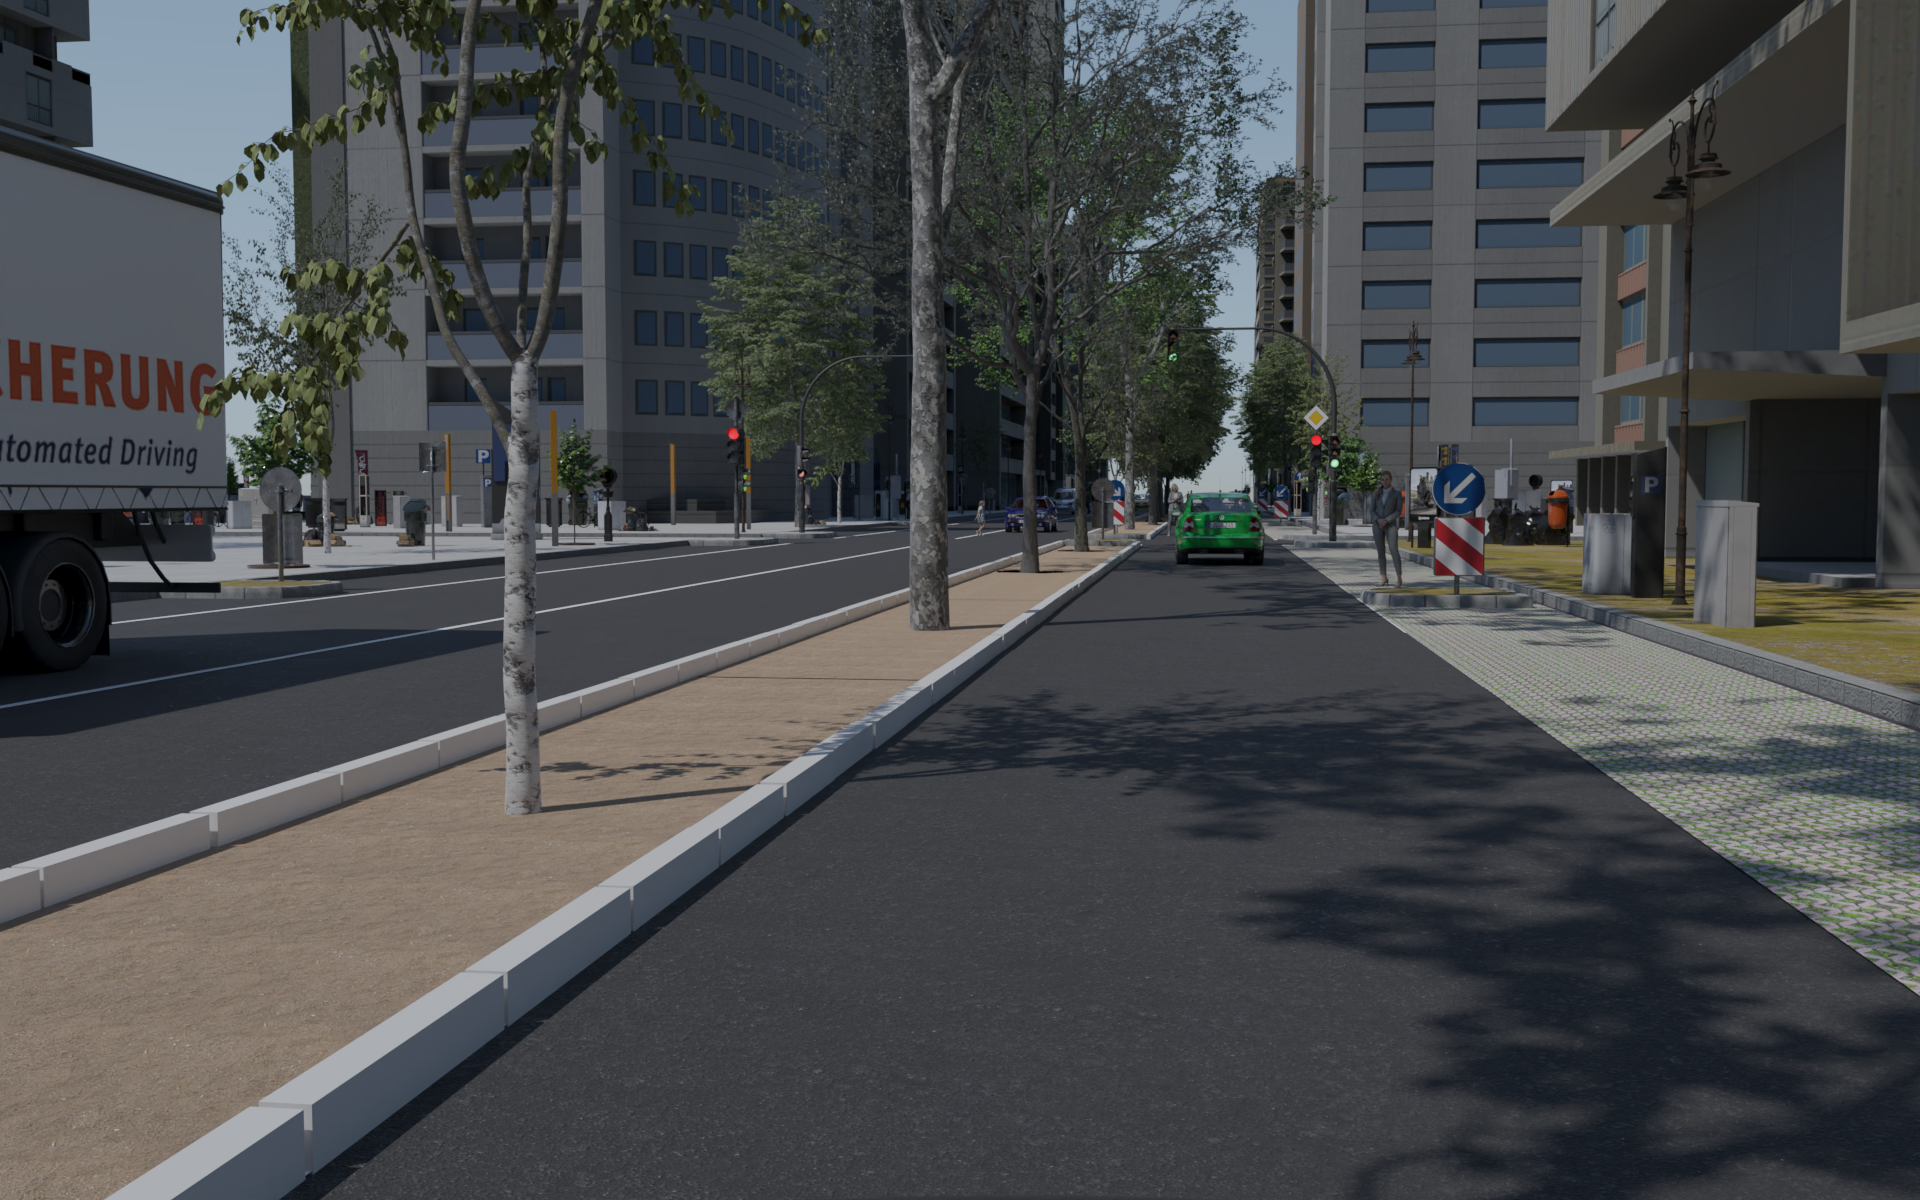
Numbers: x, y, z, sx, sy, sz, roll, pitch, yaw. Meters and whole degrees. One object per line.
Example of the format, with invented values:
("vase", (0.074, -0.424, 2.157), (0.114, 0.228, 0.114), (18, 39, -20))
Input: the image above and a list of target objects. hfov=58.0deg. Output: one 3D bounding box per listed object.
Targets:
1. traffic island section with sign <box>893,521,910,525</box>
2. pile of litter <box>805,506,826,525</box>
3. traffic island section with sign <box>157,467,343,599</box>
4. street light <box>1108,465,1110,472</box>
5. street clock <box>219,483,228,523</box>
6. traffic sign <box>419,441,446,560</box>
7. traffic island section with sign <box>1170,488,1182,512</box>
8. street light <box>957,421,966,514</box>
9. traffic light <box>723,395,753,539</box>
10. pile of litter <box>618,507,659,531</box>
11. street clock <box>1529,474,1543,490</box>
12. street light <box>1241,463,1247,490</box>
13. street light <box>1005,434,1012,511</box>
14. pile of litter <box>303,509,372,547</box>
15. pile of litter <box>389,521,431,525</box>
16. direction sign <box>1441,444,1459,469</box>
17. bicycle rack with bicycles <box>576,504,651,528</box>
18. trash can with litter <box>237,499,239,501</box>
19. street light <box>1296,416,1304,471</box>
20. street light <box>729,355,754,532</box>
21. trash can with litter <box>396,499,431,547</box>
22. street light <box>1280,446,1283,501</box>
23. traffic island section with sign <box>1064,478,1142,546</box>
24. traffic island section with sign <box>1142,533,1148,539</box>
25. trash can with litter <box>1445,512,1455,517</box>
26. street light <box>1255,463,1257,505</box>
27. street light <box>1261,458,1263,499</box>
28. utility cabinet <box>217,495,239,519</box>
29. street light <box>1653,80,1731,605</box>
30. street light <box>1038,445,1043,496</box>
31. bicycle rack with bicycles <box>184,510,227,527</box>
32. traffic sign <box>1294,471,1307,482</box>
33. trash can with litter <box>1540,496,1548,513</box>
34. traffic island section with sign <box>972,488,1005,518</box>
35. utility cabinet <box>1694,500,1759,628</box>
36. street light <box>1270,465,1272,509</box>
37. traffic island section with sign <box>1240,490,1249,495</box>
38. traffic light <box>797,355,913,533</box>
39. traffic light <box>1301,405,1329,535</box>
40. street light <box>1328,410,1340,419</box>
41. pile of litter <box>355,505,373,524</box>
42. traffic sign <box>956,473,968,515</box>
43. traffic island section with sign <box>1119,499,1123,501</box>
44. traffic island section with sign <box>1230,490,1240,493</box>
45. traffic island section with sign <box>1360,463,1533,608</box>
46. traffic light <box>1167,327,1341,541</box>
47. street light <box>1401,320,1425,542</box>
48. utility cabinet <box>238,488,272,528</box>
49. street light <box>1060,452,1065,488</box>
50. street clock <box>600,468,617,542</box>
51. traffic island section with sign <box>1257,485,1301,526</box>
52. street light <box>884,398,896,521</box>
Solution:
("traffic island section with sign", (-1.975, -4.366, 80.010), (1.989, 1.847, 2.006), (1, 4, 8))
("pile of litter", (-6.238, -3.594, 72.720), (1.176, 0.858, 1.719), (-1, 4, -17))
("traffic island section with sign", (-9.956, -0.980, 24.645), (1.989, 1.847, 2.006), (1, 4, 8))
("street light", (22.929, -17.954, 266.339), (0.468, 5.910, 1.993), (1, 4, 8))
("street clock", (-32.682, -4.410, 76.666), (0.471, 2.002, 0.358), (-3, 4, -39))
("traffic sign", (-10.271, -1.933, 33.730), (0.606, 2.300, 0.079), (1, 4, 18))
("traffic island section with sign", (15.709, -7.447, 129.895), (2.006, 1.907, 1.989), (1, 4, 8))
("street light", (0.165, -8.333, 109.025), (0.468, 5.910, 1.993), (1, 4, 8))
("traffic light", (-6.346, -3.693, 49.295), (0.839, 4.253, 0.868), (1, 4, 8))
("pile of litter", (-11.262, -2.813, 59.961), (1.719, 0.858, 1.176), (2, 4, 31))
("street clock", (21.272, -3.637, 64.028), (0.358, 2.002, 0.471), (-2, 4, -34))
("street light", (43.023, -17.632, 261.068), (0.468, 5.910, 1.993), (1, 4, 8))
("street light", (3.717, -9.830, 133.509), (0.468, 5.910, 1.993), (1, 4, 8))
("pile of litter", (-15.573, -1.739, 42.395), (1.719, 0.858, 1.176), (1, 4, 15))
("pile of litter", (-23.089, -3.579, 72.484), (1.719, 0.858, 1.176), (0, 4, -5))
("direction sign", (22.283, -5.313, 78.858), (0.379, 3.537, 0.876), (-3, 5, -41))
("bicycle rack with bicycles", (-13.122, -3.215, 65.955), (2.925, 0.926, 2.852), (-1, 4, -16))
("trash can with litter", (-36.111, -4.612, 86.791), (0.624, 1.170, 1.055), (1, 4, 21))
("street light", (20.207, -7.963, 102.980), (0.468, 5.910, 1.993), (1, 4, 8))
("street light", (-7.239, -5.196, 57.737), (0.468, 5.910, 1.993), (1, 4, 8))
("trash can with litter", (-13.397, -1.901, 42.462), (0.624, 1.170, 1.055), (0, 4, 5))
("street light", (23.964, -9.529, 128.592), (0.468, 5.910, 1.993), (1, 4, 8))
("traffic island section with sign", (3.934, -2.450, 48.190), (2.006, 1.907, 1.989), (1, 4, 8))
("traffic island section with sign", (5.000, -2.898, 55.521), (2.006, 1.907, 1.989), (1, 4, 8))
("trash can with litter", (17.164, -2.997, 60.382), (0.624, 1.170, 1.055), (2, 4, 31))
("street light", (34.780, -14.137, 203.934), (0.468, 5.910, 1.993), (1, 4, 8))
("street light", (31.180, -12.595, 178.708), (0.468, 5.910, 1.993), (1, 4, 8))
("utility cabinet", (-37.214, -4.703, 88.056), (1.020, 1.237, 0.306), (0, 4, 5))
("street light", (8.360, -2.884, 19.937), (0.468, 5.910, 1.993), (1, 4, 8))
("street light", (7.349, -11.373, 158.730), (0.468, 5.910, 1.993), (1, 4, 8))
("bicycle rack with bicycles", (-28.681, -3.331, 67.839), (2.925, 0.926, 2.852), (3, 5, 41))
("traffic sign", (18.956, -5.888, 96.369), (0.768, 2.556, 0.104), (1, 4, 12))
("trash can with litter", (26.909, -4.274, 80.937), (2.233, 1.210, 1.678), (3, 4, 38))
("traffic island section with sign", (1.868, -5.998, 106.691), (1.989, 1.847, 2.006), (1, 4, 8))
("utility cabinet", (7.560, -0.363, 17.098), (0.306, 1.237, 1.020), (0, 4, 7))
("street light", (27.514, -11.022, 153.001), (0.468, 5.910, 1.993), (1, 4, 8))
("traffic island section with sign", (17.997, -5.823, 103.829), (1.989, 1.847, 2.006), (1, 4, 8))
("traffic light", (-3.124, -5.032, 56.935), (4.771, 5.953, 1.251), (1, 4, 8))
("traffic light", (11.238, -4.033, 54.853), (0.839, 4.253, 0.868), (1, 4, 8))
("street light", (16.590, -6.374, 77.008), (0.468, 5.910, 1.993), (1, 4, 8))
("pile of litter", (-25.454, -3.606, 72.917), (1.176, 0.858, 1.719), (3, 4, 39))
("traffic sign", (0.107, -6.482, 106.080), (0.768, 2.556, 0.104), (1, 4, 15))
("traffic island section with sign", (24.645, -15.664, 264.733), (1.989, 1.847, 2.006), (1, 4, 8))
("traffic island section with sign", (25.144, -8.855, 153.401), (1.989, 1.847, 2.006), (1, 4, 8))
("traffic island section with sign", (6.294, -0.856, 22.624), (1.989, 1.847, 2.006), (1, 4, 8))
("traffic light", (8.015, -4.430, 47.106), (4.771, 5.953, 1.251), (1, 4, 8))
("street light", (12.080, -4.496, 46.298), (0.468, 5.910, 1.993), (1, 4, 8))
("utility cabinet", (-26.570, -3.464, 65.310), (1.173, 1.500, 0.318), (0, 4, 7))
("street light", (10.918, -12.927, 184.136), (0.468, 5.910, 1.993), (1, 4, 8))
("street clock", (-9.483, -2.574, 46.657), (0.471, 2.002, 0.358), (1, 4, 9))
("traffic island section with sign", (14.160, -4.191, 77.147), (1.989, 1.847, 2.006), (1, 4, 8))
("street light", (-3.402, -6.762, 83.338), (0.468, 5.910, 1.993), (1, 4, 8))
